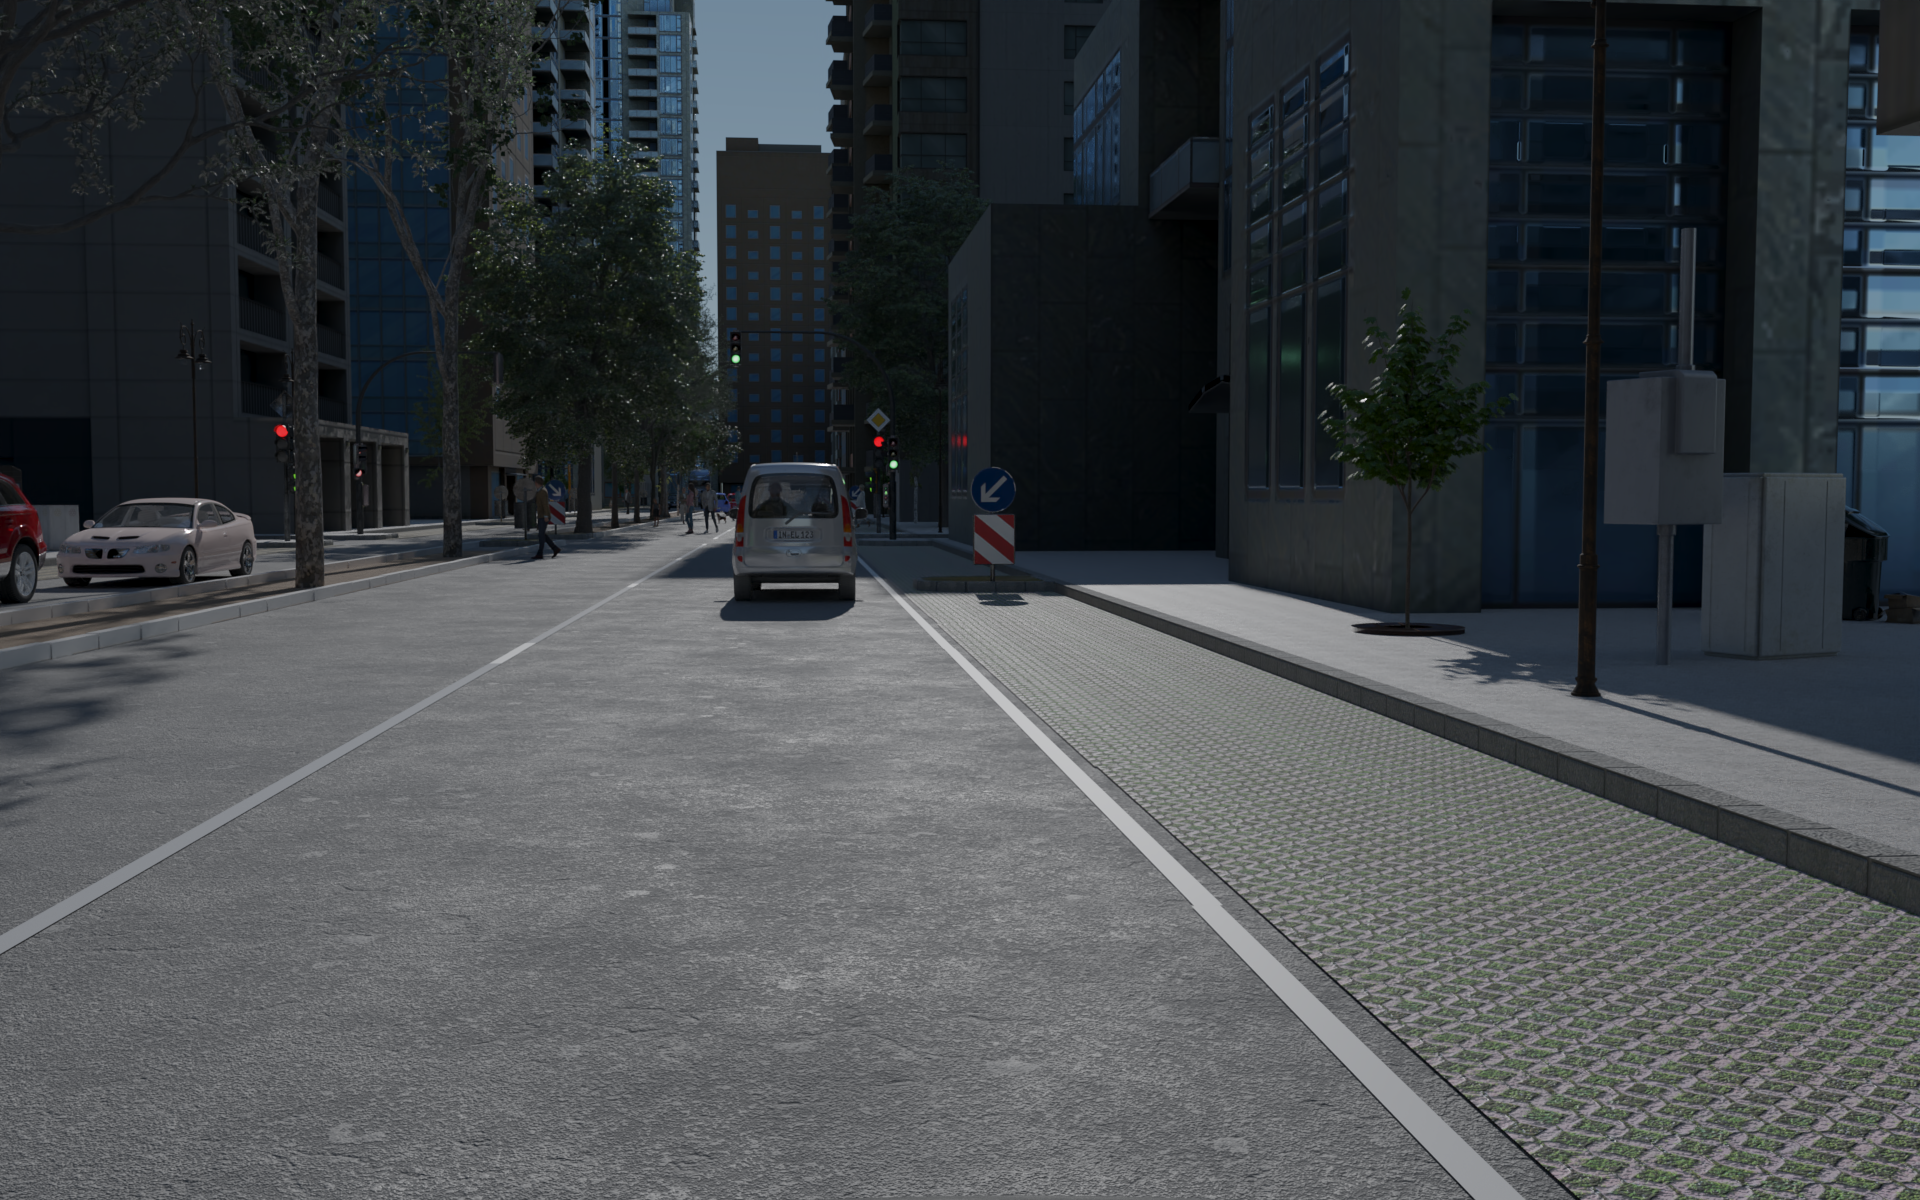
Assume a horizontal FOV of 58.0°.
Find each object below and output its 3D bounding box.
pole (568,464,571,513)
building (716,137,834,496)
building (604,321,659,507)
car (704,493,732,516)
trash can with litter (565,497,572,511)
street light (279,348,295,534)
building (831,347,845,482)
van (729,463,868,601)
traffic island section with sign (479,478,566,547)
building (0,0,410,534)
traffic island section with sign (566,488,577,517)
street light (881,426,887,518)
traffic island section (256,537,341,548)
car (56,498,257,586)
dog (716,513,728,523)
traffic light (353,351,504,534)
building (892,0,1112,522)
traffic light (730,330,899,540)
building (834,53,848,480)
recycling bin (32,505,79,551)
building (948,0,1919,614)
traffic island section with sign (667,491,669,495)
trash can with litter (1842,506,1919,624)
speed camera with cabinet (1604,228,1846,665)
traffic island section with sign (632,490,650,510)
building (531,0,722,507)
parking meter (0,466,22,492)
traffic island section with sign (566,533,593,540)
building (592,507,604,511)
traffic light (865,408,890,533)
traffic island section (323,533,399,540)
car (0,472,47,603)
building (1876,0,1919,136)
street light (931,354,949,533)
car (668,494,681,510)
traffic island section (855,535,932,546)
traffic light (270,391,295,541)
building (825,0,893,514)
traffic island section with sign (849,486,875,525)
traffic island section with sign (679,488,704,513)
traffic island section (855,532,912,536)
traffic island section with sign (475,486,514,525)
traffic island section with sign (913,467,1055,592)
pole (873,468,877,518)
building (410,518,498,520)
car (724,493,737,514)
[{"bbox_3d":[-26.797,-7.646,118.853,0.158,3.312,0.155,0,3,0],"label":"pole"},{"bbox_3d":[-23.471,-34.915,220.974,14.200,45.320,14.600,0,4,-5],"label":"building"},{"bbox_3d":[-48.881,-21.105,190.098,28.899,21.520,27.650,0,4,-5],"label":"building"},{"bbox_3d":[-16.041,-6.408,114.358,1.945,1.707,3.694,0,4,-6],"label":"car"},{"bbox_3d":[-29.192,-7.144,128.198,1.055,1.170,0.624,-1,4,-17],"label":"trash can with litter"},{"bbox_3d":[-21.158,-5.031,55.045,0.468,5.910,1.993,0,4,-5],"label":"street light"},{"bbox_3d":[-0.316,-21.373,194.493,27.650,21.520,28.899,0,4,-5],"label":"building"},{"bbox_3d":[-2.311,-1.078,24.633,2.013,2.044,4.112,0,4,-4],"label":"van"},{"bbox_3d":[-12.147,-2.439,48.011,2.006,1.907,1.989,0,4,-5],"label":"traffic island section with sign"},{"bbox_3d":[-32.010,-38.183,62.541,20.563,71.187,20.611,0,4,-5],"label":"building"},{"bbox_3d":[-23.755,-6.008,106.855,1.989,1.847,2.006,0,4,-5],"label":"traffic island section with sign"},{"bbox_3d":[-4.152,-7.401,93.801,0.468,5.910,1.993,0,4,-5],"label":"street light"},{"bbox_3d":[-18.340,-1.523,47.182,2.009,0.180,2.903,0,4,-5],"label":"traffic island section"},{"bbox_3d":[-13.105,-0.988,28.508,2.083,1.381,4.827,0,4,-5],"label":"car"},{"bbox_3d":[-11.599,-3.984,84.421,0.406,0.507,0.540,1,4,19],"label":"dog"},{"bbox_3d":[-16.990,-4.928,55.234,4.771,5.953,1.251,0,4,-5],"label":"traffic light"},{"bbox_3d":[3.558,-19.219,85.939,14.160,30.474,14.107,0,4,-5],"label":"building"},{"bbox_3d":[-3.989,-4.503,48.296,4.771,5.953,1.251,0,4,-5],"label":"traffic light"},{"bbox_3d":[-4.677,-31.901,171.684,14.600,45.320,14.200,0,4,-5],"label":"building"},{"bbox_3d":[-20.589,-1.644,39.427,0.722,1.027,0.722,2,4,29],"label":"recycling bin"},{"bbox_3d":[12.265,-44.009,32.225,22.319,86.520,31.000,0,4,-5],"label":"building"},{"bbox_3d":[-31.109,-10.683,183.290,1.989,1.847,2.006,0,4,-5],"label":"traffic island section with sign"},{"bbox_3d":[9.319,-0.375,17.513,0.624,1.170,1.055,-3,5,-39],"label":"trash can with litter"},{"bbox_3d":[5.967,-1.170,13.459,2.038,3.252,0.660,-2,4,-26],"label":"speed camera with cabinet"},{"bbox_3d":[-28.518,-9.042,156.459,1.989,1.847,2.006,0,4,-5],"label":"traffic island section with sign"},{"bbox_3d":[-46.549,-55.586,221.496,31.000,86.520,22.319,0,4,-5],"label":"building"},{"bbox_3d":[-19.529,-1.833,35.683,0.255,1.863,0.399,0,4,1],"label":"parking meter"},{"bbox_3d":[-12.847,-2.890,55.385,2.006,1.907,1.989,0,4,-5],"label":"traffic island section with sign"},{"bbox_3d":[-40.727,-50.736,142.209,22.319,86.520,31.000,0,4,-5],"label":"building"},{"bbox_3d":[-2.679,-4.139,56.585,0.839,4.253,0.868,0,4,-5],"label":"traffic light"},{"bbox_3d":[-19.105,-2.009,55.131,2.009,0.180,2.903,0,4,-5],"label":"traffic island section"},{"bbox_3d":[-13.148,-0.764,21.170,2.281,1.827,5.304,0,4,-5],"label":"car"},{"bbox_3d":[10.708,-19.525,2.833,14.154,41.232,14.086,0,4,-5],"label":"building"},{"bbox_3d":[-0.652,-5.169,57.306,0.468,5.910,1.993,0,4,-5],"label":"street light"},{"bbox_3d":[-25.506,-8.914,155.523,2.009,1.686,4.222,0,4,-6],"label":"car"},{"bbox_3d":[-1.874,-1.619,48.755,2.009,0.180,2.903,0,4,-5],"label":"traffic island section"},{"bbox_3d":[-18.300,-3.555,47.051,0.839,4.253,0.868,0,4,-5],"label":"traffic light"},{"bbox_3d":[2.142,-28.312,117.527,22.147,44.769,28.867,0,4,-5],"label":"building"},{"bbox_3d":[-5.042,-4.474,81.775,1.989,1.847,2.006,0,4,-5],"label":"traffic island section with sign"},{"bbox_3d":[-20.047,-7.464,130.179,2.006,1.907,1.989,0,4,-5],"label":"traffic island section with sign"},{"bbox_3d":[-2.639,-2.105,56.703,2.009,0.180,2.903,0,4,-5],"label":"traffic island section"},{"bbox_3d":[-21.154,-4.351,79.770,1.989,1.847,2.006,0,4,-5],"label":"traffic island section with sign"},{"bbox_3d":[0.310,-1.065,26.045,1.989,1.847,2.006,0,4,-5],"label":"traffic island section with sign"},{"bbox_3d":[-4.498,-6.002,91.977,0.158,3.312,0.155,0,3,0],"label":"pole"},{"bbox_3d":[-30.902,-27.021,91.903,14.600,45.320,14.200,0,4,-5],"label":"building"},{"bbox_3d":[-16.027,-7.061,124.483,2.155,1.783,4.494,0,4,-7],"label":"car"}]
